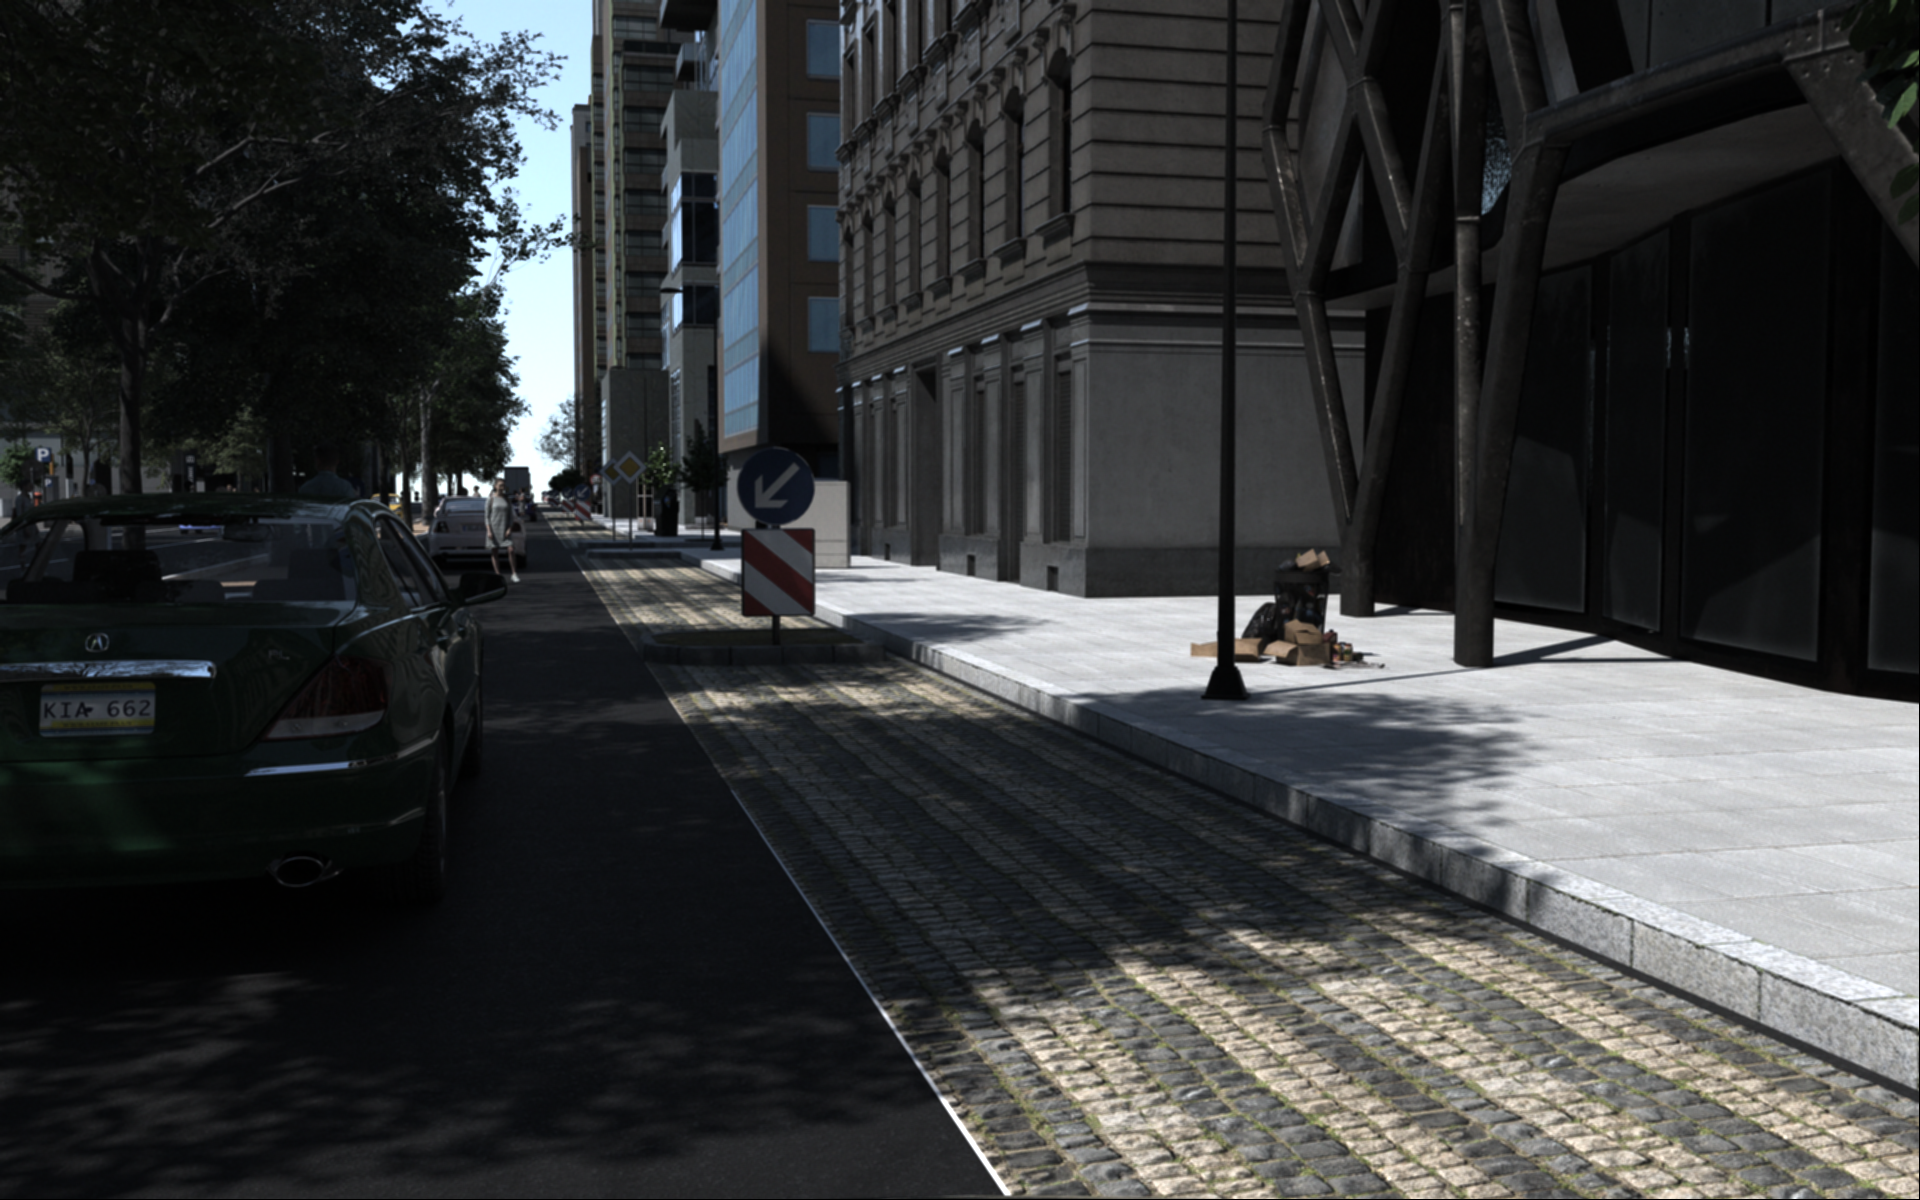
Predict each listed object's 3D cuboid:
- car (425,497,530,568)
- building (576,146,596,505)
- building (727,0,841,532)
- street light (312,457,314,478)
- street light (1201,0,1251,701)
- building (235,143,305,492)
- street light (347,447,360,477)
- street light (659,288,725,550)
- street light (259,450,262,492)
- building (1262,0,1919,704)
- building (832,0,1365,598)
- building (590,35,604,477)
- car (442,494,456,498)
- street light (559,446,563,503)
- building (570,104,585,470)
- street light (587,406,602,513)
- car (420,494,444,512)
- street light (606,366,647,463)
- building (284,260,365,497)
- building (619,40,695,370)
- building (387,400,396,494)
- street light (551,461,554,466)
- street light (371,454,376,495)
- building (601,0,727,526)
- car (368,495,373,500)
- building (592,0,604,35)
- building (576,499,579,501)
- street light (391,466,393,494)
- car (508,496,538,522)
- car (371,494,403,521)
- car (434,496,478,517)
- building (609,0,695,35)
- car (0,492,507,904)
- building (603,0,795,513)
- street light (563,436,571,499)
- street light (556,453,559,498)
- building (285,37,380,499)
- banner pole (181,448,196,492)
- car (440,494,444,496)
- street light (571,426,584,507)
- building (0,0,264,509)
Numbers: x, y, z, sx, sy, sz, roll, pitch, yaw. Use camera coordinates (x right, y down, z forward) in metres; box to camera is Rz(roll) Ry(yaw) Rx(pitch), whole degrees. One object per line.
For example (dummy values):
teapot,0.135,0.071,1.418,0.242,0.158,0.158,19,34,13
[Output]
car,-9.718,-1.379,34.917,2.083,1.381,4.827,-1,4,-15
building,-41.046,-34.813,219.306,14.600,45.320,14.200,-1,4,-14
building,-0.063,-24.763,54.983,14.200,45.320,14.600,-1,4,-14
street light,-53.385,-10.515,144.460,1.470,5.913,1.316,-1,4,-14
street light,1.149,-2.329,10.620,1.470,5.913,1.316,-1,4,-14
building,-71.871,-32.592,152.479,23.786,49.044,30.456,-1,4,-14
street light,-60.377,-12.221,172.358,1.470,5.913,1.316,-1,4,-14
street light,-6.073,-4.080,39.253,1.470,5.913,1.316,-1,4,-14
street light,-46.527,-8.810,116.591,1.470,5.913,1.316,-1,4,-14
building,11.831,-8.922,13.324,16.820,18.784,16.811,-1,4,-14
building,3.939,-11.088,30.435,9.793,20.994,18.267,-1,4,-14
building,-26.705,-29.120,159.712,14.154,41.232,14.086,-1,4,-14
car,-46.741,-8.976,158.755,2.014,1.417,4.499,-1,4,-14
street light,-37.471,-11.842,166.153,1.470,5.913,1.316,-1,4,-14
building,-48.189,-44.151,263.875,21.231,58.520,28.212,-1,4,-14
street light,-18.833,-7.248,91.044,1.470,5.913,1.316,-1,4,-14
car,-42.918,-8.035,140.957,1.945,1.707,3.694,-1,4,-13
street light,-11.948,-5.522,62.834,1.470,5.913,1.316,-1,4,-14
building,-77.957,-26.366,202.781,14.160,30.474,14.107,-1,4,-14
building,-15.576,-21.033,115.586,14.160,30.474,14.107,-1,4,-14
building,-93.680,-43.245,249.062,21.231,58.520,28.212,-1,4,-14
street light,-50.392,-15.013,218.001,1.470,5.913,1.316,-1,4,-14
street light,-66.724,-13.803,198.227,1.470,5.913,1.316,-1,4,-14
building,-6.017,-47.226,84.821,22.319,86.520,31.000,-1,4,-14
car,-45.897,-7.575,136.437,1.945,1.354,3.894,-1,4,-14
building,-27.449,-39.079,180.947,21.231,58.520,28.212,-1,4,-14
building,-36.913,-33.534,240.163,32.217,40.220,23.993,-1,4,-14
street light,-73.596,-15.508,226.094,1.470,5.913,1.316,-1,4,-14
car,-22.883,-4.724,89.814,1.945,1.354,3.894,-1,4,-16
car,-27.370,-4.426,82.588,2.015,1.641,3.980,-1,4,-16
car,-16.951,-2.870,59.289,2.083,1.381,4.827,-1,4,-12
building,-19.501,-27.435,132.161,14.154,41.232,14.086,-1,4,-14
car,-3.016,0.276,7.278,2.131,1.459,4.920,-1,4,-13
building,-22.562,-30.334,146.068,14.600,45.320,14.200,-1,4,-14
street light,-30.665,-10.136,138.271,1.470,5.913,1.316,-1,4,-14
street light,-44.476,-13.564,194.308,1.470,5.913,1.316,-1,4,-14
building,-86.882,-41.558,221.475,21.231,58.520,28.212,-1,4,-14
banner pole,-41.986,-6.370,94.169,0.863,3.779,0.401,-1,4,-14
car,-71.971,-14.055,239.387,1.945,1.707,3.694,-1,4,-15
street light,-25.824,-8.971,119.212,1.470,5.913,1.316,-1,4,-14
building,-66.596,-32.699,123.874,28.713,52.752,27.495,-1,4,-14
